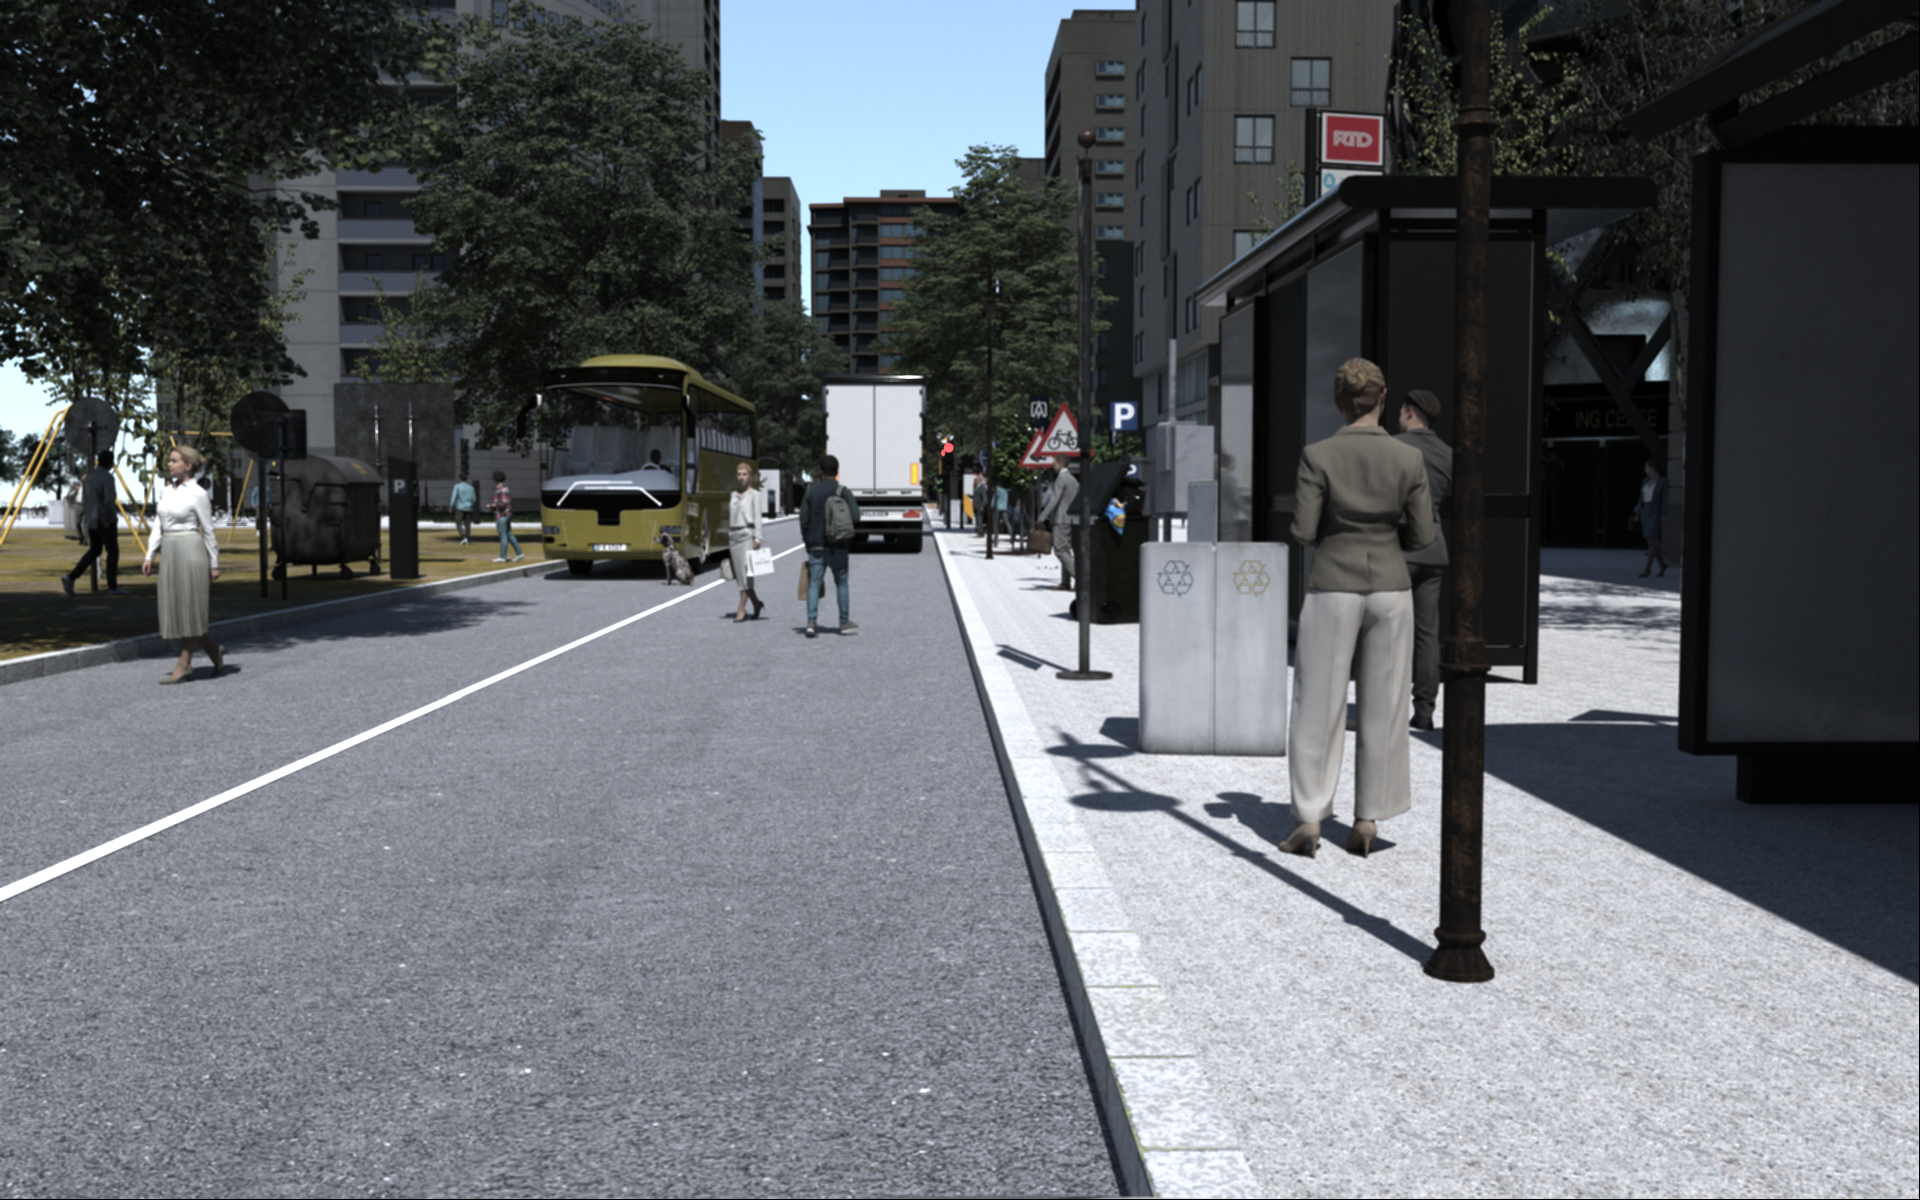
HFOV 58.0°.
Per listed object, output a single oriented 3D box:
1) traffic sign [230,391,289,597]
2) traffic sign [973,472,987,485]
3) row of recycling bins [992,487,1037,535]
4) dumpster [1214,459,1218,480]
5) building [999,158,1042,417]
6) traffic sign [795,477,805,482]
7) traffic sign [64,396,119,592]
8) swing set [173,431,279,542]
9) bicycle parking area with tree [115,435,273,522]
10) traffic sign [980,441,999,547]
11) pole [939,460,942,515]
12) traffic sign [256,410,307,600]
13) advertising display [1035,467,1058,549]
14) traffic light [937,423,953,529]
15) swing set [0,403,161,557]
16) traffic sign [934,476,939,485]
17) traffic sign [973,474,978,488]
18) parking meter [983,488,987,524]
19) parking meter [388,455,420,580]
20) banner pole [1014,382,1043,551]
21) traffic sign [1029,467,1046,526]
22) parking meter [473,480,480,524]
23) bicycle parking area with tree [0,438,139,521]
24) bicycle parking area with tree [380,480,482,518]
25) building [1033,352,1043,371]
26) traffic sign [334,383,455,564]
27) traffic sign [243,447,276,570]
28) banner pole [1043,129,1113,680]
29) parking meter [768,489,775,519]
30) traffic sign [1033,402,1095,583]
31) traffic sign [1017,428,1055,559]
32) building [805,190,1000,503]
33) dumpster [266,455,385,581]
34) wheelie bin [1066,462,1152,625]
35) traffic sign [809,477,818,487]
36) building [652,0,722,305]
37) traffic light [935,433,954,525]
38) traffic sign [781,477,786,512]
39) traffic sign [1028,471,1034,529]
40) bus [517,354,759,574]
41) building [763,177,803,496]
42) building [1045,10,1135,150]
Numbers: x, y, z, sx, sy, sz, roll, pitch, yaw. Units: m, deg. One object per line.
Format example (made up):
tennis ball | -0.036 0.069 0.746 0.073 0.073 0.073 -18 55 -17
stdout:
traffic sign | -8.657 -1.307 21.471 0.768 2.556 0.104 0 4 0
traffic sign | 1.194 -6.090 99.577 0.884 2.594 0.081 0 4 6
row of recycling bins | 2.074 -2.885 54.275 1.069 1.692 3.534 -2 4 -33
dumpster | 4.097 -1.161 24.737 1.264 1.857 1.865 0 4 -1
building | 16.297 -38.446 252.293 21.600 48.544 21.300 0 4 -1
traffic sign | -12.164 -8.048 131.695 0.768 2.556 0.104 0 4 4
traffic sign | -11.355 -1.378 22.641 0.768 2.556 0.104 0 4 8
swing set | -19.086 -2.853 44.271 2.862 2.851 3.119 2 4 29
bicycle parking area with tree | -35.191 -5.847 82.608 9.016 4.147 8.231 0 4 4
traffic sign | 0.861 -2.542 41.660 0.768 2.556 0.104 0 4 0
pole | -1.160 -6.767 104.485 0.158 3.312 0.155 0 3 0
traffic sign | -8.214 -1.154 21.005 0.606 2.300 0.079 0 4 1
advertising display | 2.034 -2.164 40.593 0.123 1.923 0.974 -2 4 -24
traffic light | -0.441 -4.590 63.973 0.839 4.253 0.868 0 4 -1
swing set | -15.885 -2.040 30.978 2.862 2.851 3.119 -2 4 -31
traffic sign | -1.325 -7.034 115.112 0.768 2.556 0.104 0 4 6
traffic sign | 0.911 -6.559 107.349 0.768 2.556 0.104 1 4 8
parking meter | 1.067 -3.972 73.352 0.372 1.533 0.369 0 3 0
parking meter | -8.362 -1.244 26.059 0.399 1.863 0.255 0 4 5
banner pole | 1.613 -2.983 38.794 0.863 3.779 0.401 -1 4 -11
traffic sign | 1.745 -2.324 38.104 0.768 2.556 0.104 0 4 1
parking meter | -20.540 -4.151 73.579 0.255 1.863 0.399 -1 4 -12
bicycle parking area with tree | -47.197 -6.073 86.288 9.016 4.147 8.231 3 5 40
bicycle parking area with tree | -31.197 -6.633 95.446 9.016 4.147 8.231 2 4 34
building | 22.893 -21.624 198.587 27.650 21.520 28.899 0 4 -1
traffic sign | -10.369 -2.317 31.757 2.265 3.308 0.079 0 4 5
traffic sign | -11.766 -1.784 29.267 0.768 2.556 0.104 0 4 8
banner pole | 0.831 -1.330 11.767 0.401 3.779 0.863 1 4 9
parking meter | -9.735 -4.962 89.546 0.372 1.533 0.369 0 3 0
traffic sign | 1.473 -1.502 24.566 0.884 2.594 0.081 0 4 5
traffic sign | 1.576 -2.101 34.355 0.884 2.594 0.081 0 4 6
building | -8.931 -36.530 251.892 28.867 44.769 22.147 0 4 -1
dumpster | -9.641 -1.259 26.341 1.264 1.857 1.865 0 4 -1
wheelie bin | 1.494 -0.576 17.330 0.693 1.594 0.980 -2 4 -26
traffic sign | -10.873 -7.936 129.758 0.884 2.594 0.081 0 4 8
building | -33.927 -45.632 184.339 20.563 71.187 20.611 0 4 -1
traffic light | -0.622 -5.079 71.956 0.839 4.253 0.868 0 4 -1
traffic sign | -12.612 -7.555 123.624 0.768 2.556 0.104 0 4 4
traffic sign | 1.911 -2.770 45.390 0.768 2.556 0.104 0 4 6
bus | -5.847 -2.609 34.201 2.896 3.916 12.252 0 4 -1
building | -34.183 -38.351 250.738 21.600 48.544 21.300 0 4 -1
building | 19.744 -33.507 171.537 21.300 48.544 21.600 0 4 -1
